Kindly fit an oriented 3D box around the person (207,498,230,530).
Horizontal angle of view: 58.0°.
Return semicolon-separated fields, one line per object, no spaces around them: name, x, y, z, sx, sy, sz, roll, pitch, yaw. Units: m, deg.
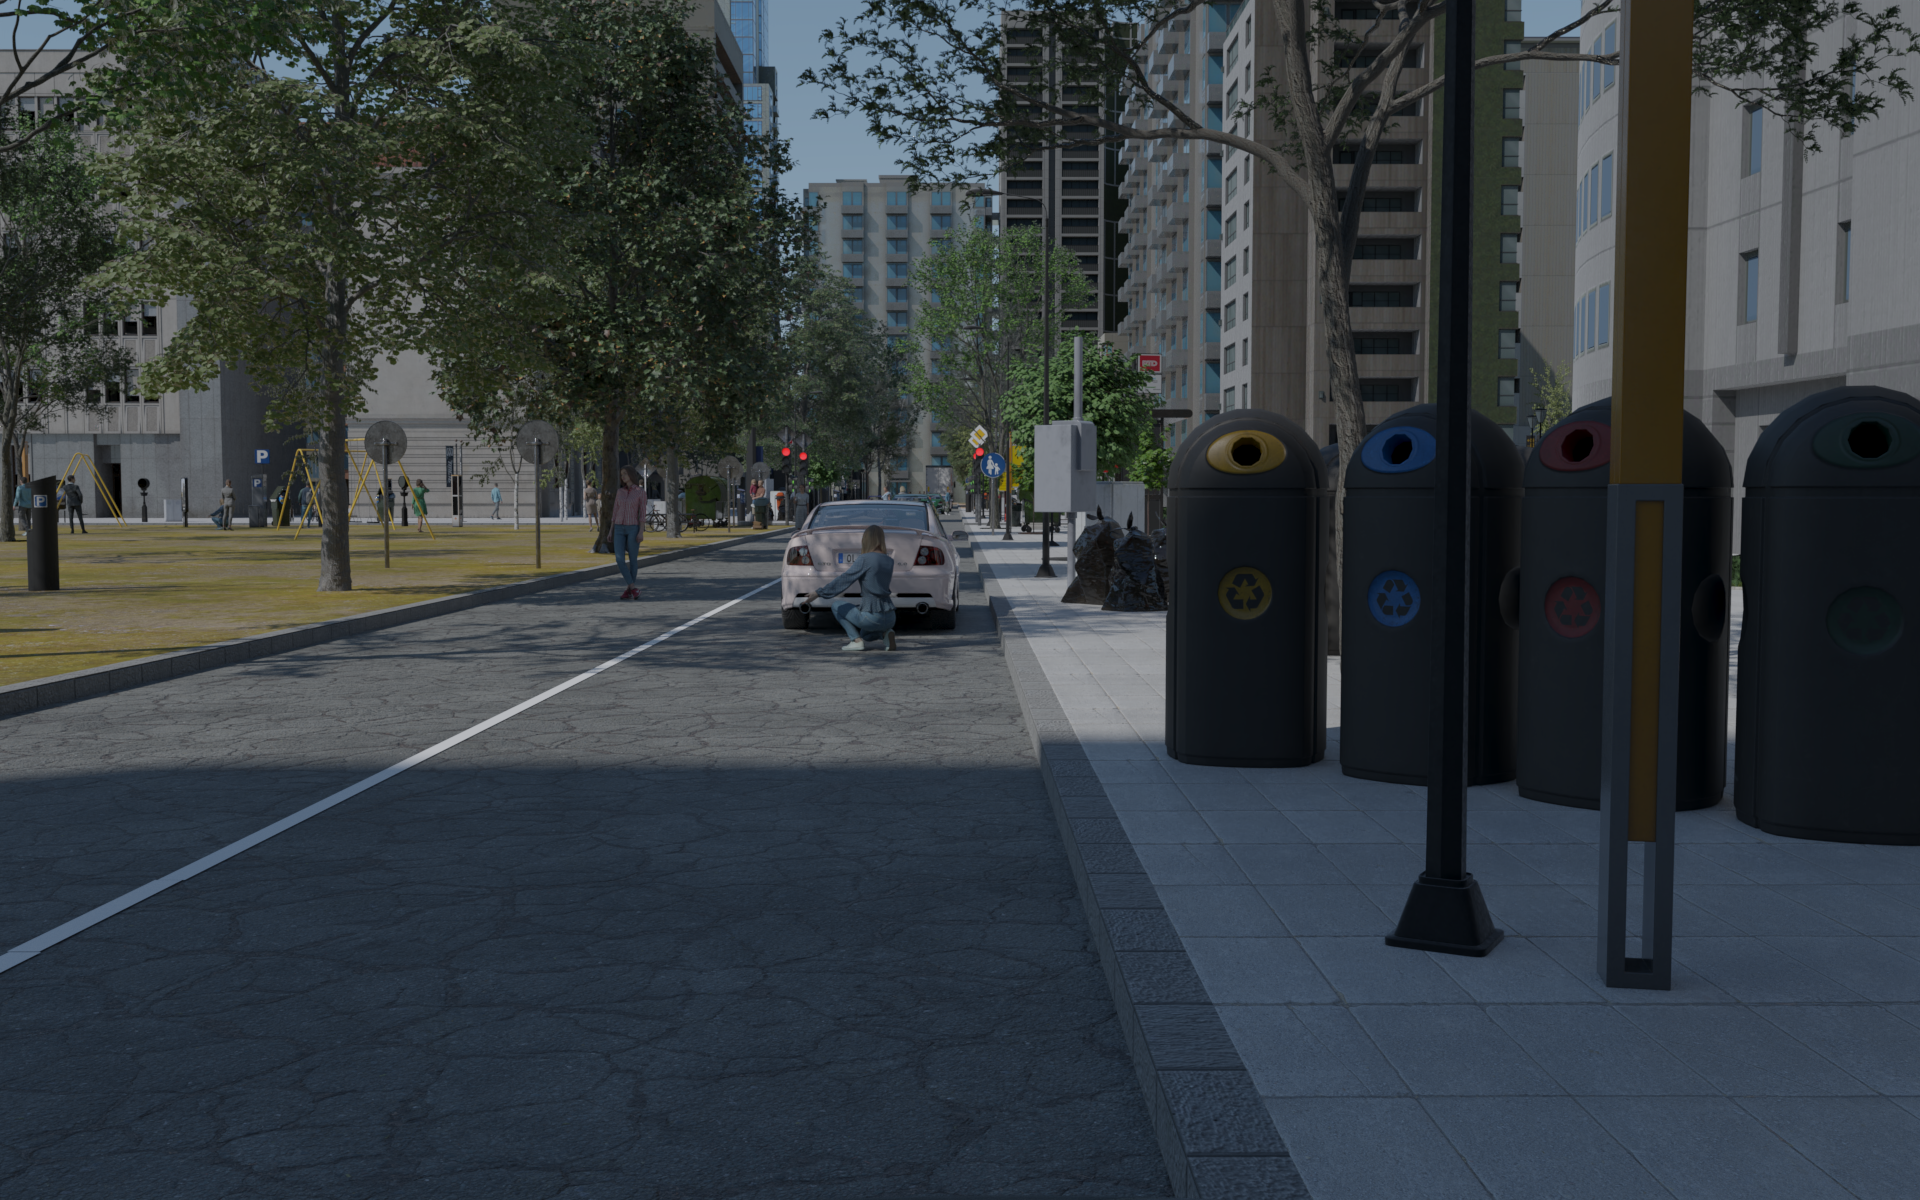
person;-26.596;-3.094;62.127;0.738;1.151;1.012;1;4;11

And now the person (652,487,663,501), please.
person;-17.633;-5.870;102.230;1.509;1.804;0.699;-2;4;-24

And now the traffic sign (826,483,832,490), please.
traffic sign;-8.519;-6.761;110.640;0.768;2.556;0.104;1;4;9

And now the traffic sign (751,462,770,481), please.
traffic sign;-7.914;-4.185;68.535;0.768;2.556;0.104;0;4;7

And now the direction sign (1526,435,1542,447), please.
direction sign;22.287;-4.586;66.974;0.876;3.537;0.379;0;4;-7

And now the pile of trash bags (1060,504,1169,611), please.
pile of trash bags;2.413;-0.586;19.338;1.912;1.369;3.447;-1;4;-13

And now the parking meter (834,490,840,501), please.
parking meter;-7.253;-5.725;102.011;0.372;1.533;0.369;0;3;0

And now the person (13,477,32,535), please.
person;-29.007;-2.918;53.771;0.620;1.820;0.660;1;4;20

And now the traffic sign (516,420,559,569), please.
traffic sign;-7.265;-1.815;29.775;0.768;2.556;0.104;1;4;9

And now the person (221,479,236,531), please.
person;-25.634;-3.331;60.779;0.520;1.790;0.573;-1;4;-11

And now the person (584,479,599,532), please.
person;-12.537;-3.212;58.892;0.599;1.781;0.374;-2;4;-32

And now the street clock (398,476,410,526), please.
street clock;-22.042;-3.923;68.703;0.471;2.002;0.358;3;5;39

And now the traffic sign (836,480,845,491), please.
traffic sign;-8.257;-7.244;118.439;0.884;2.594;0.081;0;4;5

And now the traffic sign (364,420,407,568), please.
traffic sign;-9.933;-1.826;29.958;0.768;2.556;0.104;0;4;5

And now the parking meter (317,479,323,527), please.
parking meter;-24.849;-3.778;67.481;0.255;1.863;0.399;-2;4;-35

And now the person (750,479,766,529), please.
person;-7.546;-3.571;64.397;0.580;1.828;0.573;-2;4;-23

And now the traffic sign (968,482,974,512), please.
traffic sign;0.928;-7.364;120.504;0.768;2.556;0.104;0;4;1

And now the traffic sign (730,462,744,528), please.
traffic sign;-8.530;-3.984;65.252;0.768;2.556;0.104;0;4;6

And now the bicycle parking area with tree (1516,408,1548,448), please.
bicycle parking area with tree;20.281;-4.498;60.550;9.016;4.147;8.231;2;4;29

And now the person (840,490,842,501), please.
person;-13.049;-11.136;188.829;1.217;1.735;0.721;3;5;39

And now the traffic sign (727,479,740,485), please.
traffic sign;-10.398;-4.735;79.550;0.606;2.300;0.079;1;4;9

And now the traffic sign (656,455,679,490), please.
traffic sign;-9.493;-3.434;56.258;0.768;2.556;0.104;0;4;1

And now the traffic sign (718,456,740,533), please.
traffic sign;-7.650;-3.500;57.339;0.768;2.556;0.104;0;4;4

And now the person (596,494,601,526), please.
person;-14.489;-3.644;69.892;0.475;1.303;0.640;-2;4;-27

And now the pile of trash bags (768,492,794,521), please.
pile of trash bags;-8.872;-4.523;83.702;1.912;1.369;3.447;0;4;1

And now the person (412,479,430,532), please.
person;-18.203;-3.183;58.338;0.600;1.795;0.529;0;4;-2

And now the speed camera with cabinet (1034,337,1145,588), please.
speed camera with cabinet;1.709;-1.728;22.584;0.660;3.252;2.038;2;4;33

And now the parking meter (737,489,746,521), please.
parking meter;-9.978;-4.317;78.995;0.372;1.533;0.369;0;3;0

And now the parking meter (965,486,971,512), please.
parking meter;0.588;-7.056;121.073;0.255;1.863;0.399;-3;5;-40

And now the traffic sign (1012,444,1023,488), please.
traffic sign;3.229;-4.723;71.097;2.265;3.308;0.079;0;4;0

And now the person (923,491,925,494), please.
person;-4.673;-13.345;226.708;0.705;1.821;1.348;-2;4;-26

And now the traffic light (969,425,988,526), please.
traffic light;0.775;-4.967;70.125;0.839;4.253;0.868;0;4;0

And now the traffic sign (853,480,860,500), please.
traffic sign;-7.421;-7.383;122.841;0.606;2.300;0.079;0;4;1

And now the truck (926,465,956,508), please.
truck;-1.983;-11.310;173.829;2.839;4.237;11.283;0;4;1

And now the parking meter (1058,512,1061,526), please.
parking meter;3.821;-3.690;68.743;0.372;1.533;0.369;0;3;0

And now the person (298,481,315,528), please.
person;-24.584;-3.599;65.238;0.623;1.781;0.721;-1;4;-21

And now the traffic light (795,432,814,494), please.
traffic light;-7.016;-5.452;78.066;0.839;4.253;0.868;0;4;0

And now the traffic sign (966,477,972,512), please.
traffic sign;0.779;-7.420;121.424;0.768;2.556;0.104;0;4;5

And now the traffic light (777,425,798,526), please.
traffic light;-6.987;-4.964;70.081;0.839;4.253;0.868;0;4;0

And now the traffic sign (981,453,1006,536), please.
traffic sign;1.020;-3.259;53.388;0.768;2.556;0.104;0;4;1

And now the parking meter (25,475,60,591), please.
parking meter;-12.208;-0.895;23.038;0.372;1.533;0.369;0;3;0

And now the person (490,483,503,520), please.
person;-23.355;-4.961;87.021;0.748;1.841;0.638;-3;5;-43

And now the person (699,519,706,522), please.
person;-11.715;-4.419;78.267;0.580;1.828;0.573;-1;4;-11

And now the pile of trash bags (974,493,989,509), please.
pile of trash bags;1.814;-8.574;149.934;1.912;1.369;3.447;1;4;18

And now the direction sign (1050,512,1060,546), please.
direction sign;2.273;-3.102;42.709;0.379;3.537;0.876;-1;4;-20

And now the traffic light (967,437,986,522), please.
traffic light;0.745;-5.455;78.110;0.839;4.253;0.868;0;4;0

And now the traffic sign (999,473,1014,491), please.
traffic sign;4.546;-9.744;153.192;2.265;3.308;0.079;0;4;8

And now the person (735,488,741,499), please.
person;-17.568;-8.017;137.799;0.731;1.740;0.598;-1;4;-11

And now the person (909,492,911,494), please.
person;-6.035;-12.080;206.830;1.217;1.723;0.721;-3;5;-42

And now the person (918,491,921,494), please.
person;-4.857;-12.271;209.273;1.348;1.807;0.705;0;4;4

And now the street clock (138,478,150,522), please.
street clock;-37.091;-4.537;78.745;0.471;2.002;0.358;0;4;6

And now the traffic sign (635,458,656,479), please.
traffic sign;-11.303;-3.822;62.217;0.795;2.593;0.064;0;4;8

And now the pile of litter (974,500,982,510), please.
pile of litter;1.372;-7.919;143.437;1.176;0.858;1.719;0;4;0

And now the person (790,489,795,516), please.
person;-9.819;-5.936;103.328;0.478;1.798;0.641;2;4;31

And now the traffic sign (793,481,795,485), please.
traffic sign;-11.311;-7.139;118.854;0.606;2.300;0.079;1;4;8
